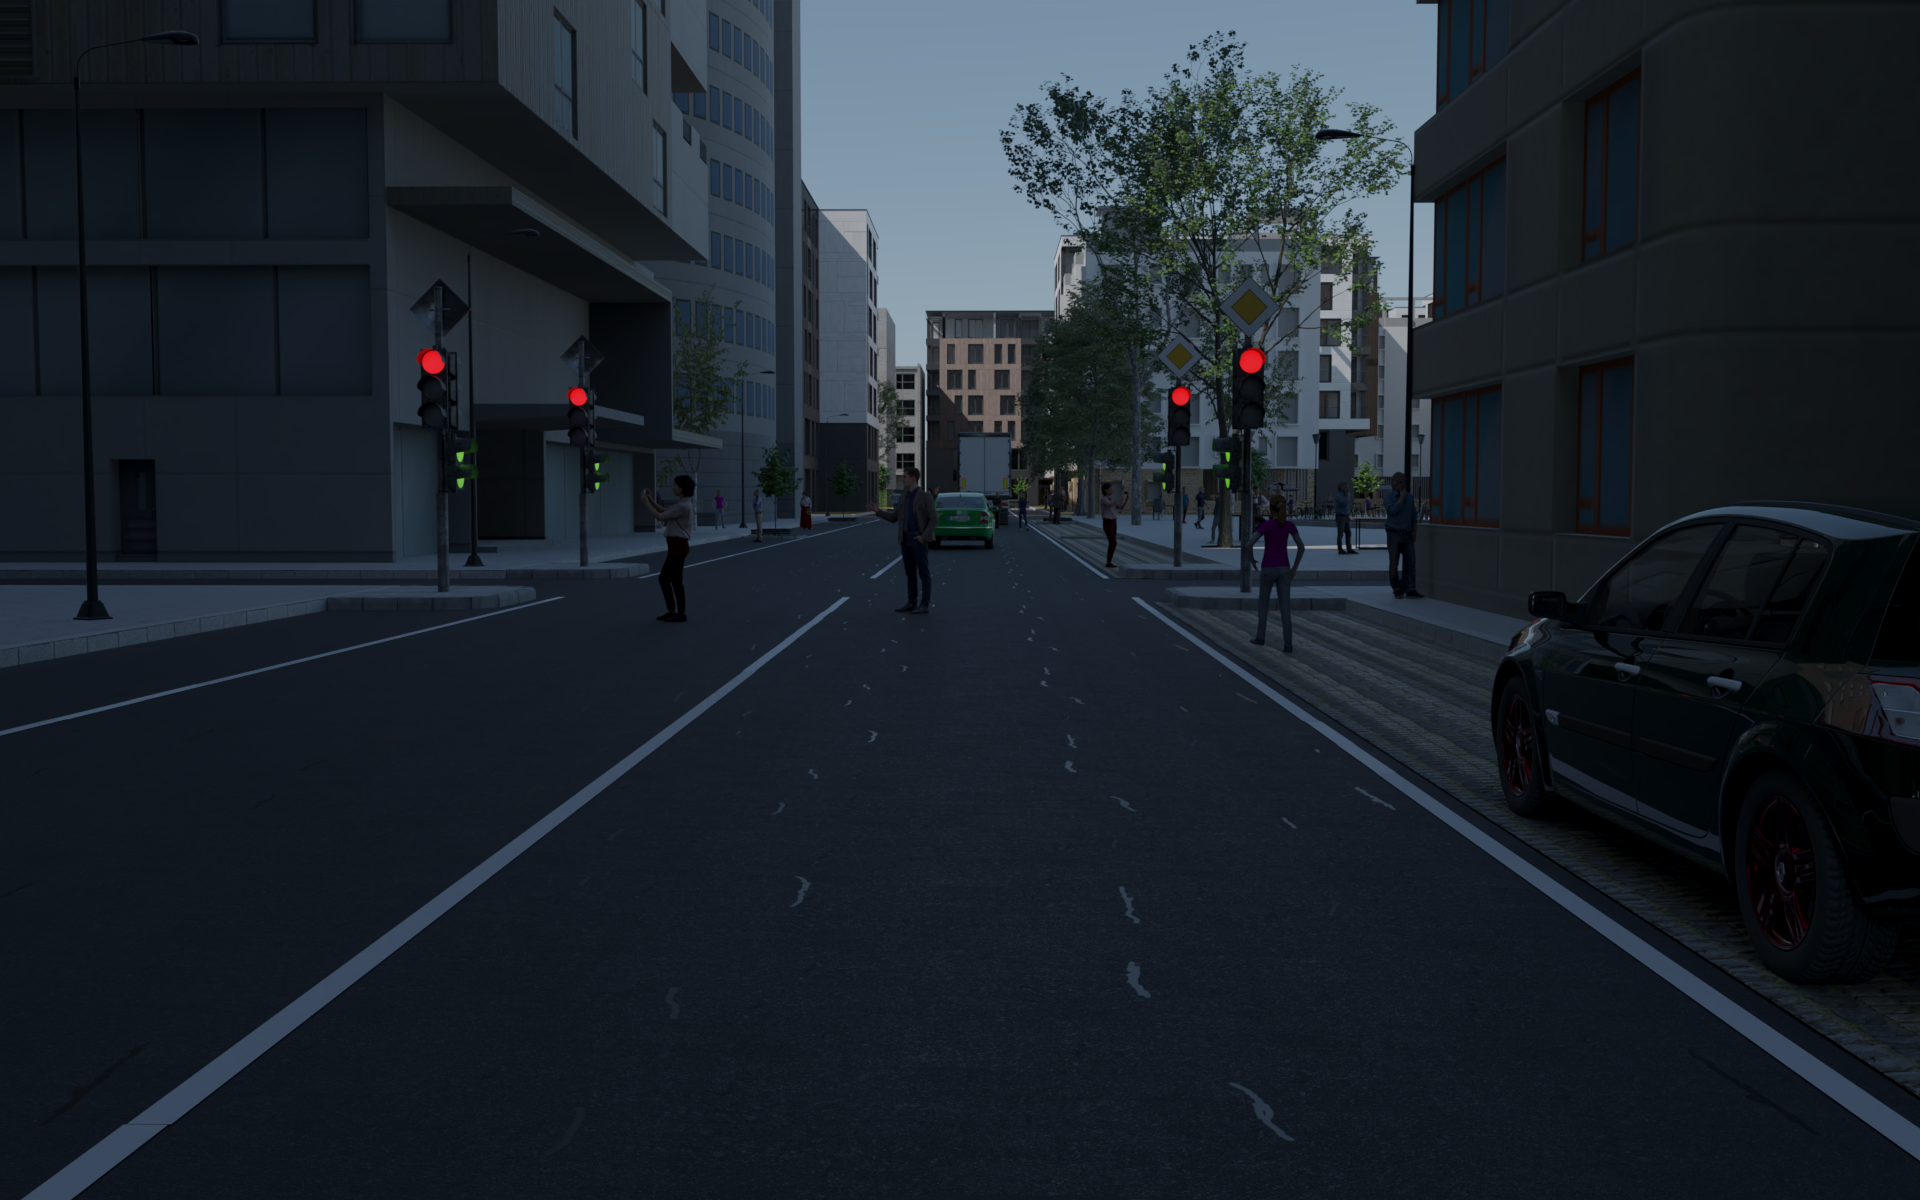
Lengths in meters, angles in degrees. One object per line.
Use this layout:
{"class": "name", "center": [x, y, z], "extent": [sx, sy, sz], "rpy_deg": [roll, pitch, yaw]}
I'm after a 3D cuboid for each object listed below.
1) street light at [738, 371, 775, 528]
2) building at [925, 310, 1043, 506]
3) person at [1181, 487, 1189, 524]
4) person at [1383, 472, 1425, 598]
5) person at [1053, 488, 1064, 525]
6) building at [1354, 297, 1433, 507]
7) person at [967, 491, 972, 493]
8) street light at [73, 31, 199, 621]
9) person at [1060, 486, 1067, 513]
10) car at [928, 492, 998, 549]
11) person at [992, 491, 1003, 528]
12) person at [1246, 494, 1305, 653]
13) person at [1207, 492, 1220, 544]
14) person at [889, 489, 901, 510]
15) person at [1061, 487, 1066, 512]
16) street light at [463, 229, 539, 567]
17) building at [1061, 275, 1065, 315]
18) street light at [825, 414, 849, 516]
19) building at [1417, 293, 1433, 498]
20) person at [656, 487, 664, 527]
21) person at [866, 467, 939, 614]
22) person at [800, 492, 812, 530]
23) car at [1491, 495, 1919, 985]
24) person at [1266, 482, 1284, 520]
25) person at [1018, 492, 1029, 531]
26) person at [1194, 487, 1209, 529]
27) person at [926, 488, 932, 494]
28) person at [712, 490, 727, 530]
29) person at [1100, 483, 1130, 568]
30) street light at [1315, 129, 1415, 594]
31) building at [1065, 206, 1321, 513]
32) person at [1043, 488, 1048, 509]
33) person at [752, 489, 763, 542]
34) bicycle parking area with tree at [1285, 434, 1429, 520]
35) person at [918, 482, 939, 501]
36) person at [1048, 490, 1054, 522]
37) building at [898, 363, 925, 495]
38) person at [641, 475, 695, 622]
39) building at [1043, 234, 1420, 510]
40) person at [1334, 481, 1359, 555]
{"class": "street light", "center": [-7.655, -5.673, 65.299], "extent": [1.470, 5.913, 1.316], "rpy_deg": [0, 4, 1]}
{"class": "building", "center": [12.612, -21.962, 203.059], "extent": [32.646, 21.610, 27.936], "rpy_deg": [0, 4, 1]}
{"class": "person", "center": [9.689, -4.131, 75.450], "extent": [0.647, 1.594, 0.662], "rpy_deg": [-1, 4, -18]}
{"class": "person", "center": [5.432, -0.794, 21.241], "extent": [0.499, 1.552, 0.429], "rpy_deg": [0, 4, 6]}
{"class": "person", "center": [4.608, -4.399, 81.110], "extent": [0.565, 1.739, 0.600], "rpy_deg": [1, 4, 11]}
{"class": "building", "center": [41.258, -19.352, 172.824], "extent": [11.380, 20.091, 16.016], "rpy_deg": [0, 4, 1]}
{"class": "person", "center": [0.373, -3.159, 62.358], "extent": [0.429, 1.552, 0.499], "rpy_deg": [-1, 4, -23]}
{"class": "street light", "center": [-8.341, -2.753, 17.550], "extent": [1.470, 5.913, 1.316], "rpy_deg": [0, 4, 1]}
{"class": "person", "center": [6.982, -6.900, 118.720], "extent": [0.709, 1.838, 0.599], "rpy_deg": [-1, 4, -14]}
{"class": "car", "center": [0.049, -2.311, 46.587], "extent": [1.959, 1.807, 4.718], "rpy_deg": [0, 4, 2]}
{"class": "person", "center": [1.564, -3.758, 72.212], "extent": [0.482, 1.546, 0.388], "rpy_deg": [1, 4, 12]}
{"class": "person", "center": [2.804, -0.242, 15.697], "extent": [0.726, 1.434, 0.776], "rpy_deg": [-1, 4, -11]}
{"class": "person", "center": [6.646, -2.138, 44.915], "extent": [0.340, 1.345, 0.435], "rpy_deg": [3, 5, 42]}
{"class": "person", "center": [-3.775, -5.714, 102.651], "extent": [0.841, 1.734, 0.376], "rpy_deg": [0, 4, -2]}
{"class": "person", "center": [7.281, -7.205, 124.372], "extent": [0.750, 1.759, 0.617], "rpy_deg": [3, 5, 42]}
{"class": "street light", "center": [-8.076, -3.547, 30.528], "extent": [1.470, 5.913, 1.316], "rpy_deg": [0, 4, 1]}
{"class": "building", "center": [15.696, -16.798, 131.069], "extent": [16.016, 20.091, 11.380], "rpy_deg": [0, 4, 1]}
{"class": "street light", "center": [-7.129, -7.810, 100.239], "extent": [1.470, 5.913, 1.316], "rpy_deg": [0, 4, 1]}
{"class": "building", "center": [64.081, -19.727, 166.508], "extent": [32.646, 21.610, 27.936], "rpy_deg": [0, 4, 1]}
{"class": "person", "center": [-11.404, -3.482, 65.190], "extent": [0.471, 1.553, 0.569], "rpy_deg": [3, 5, 44]}
{"class": "person", "center": [-0.698, -0.721, 20.820], "extent": [0.750, 1.759, 0.617], "rpy_deg": [-2, 4, -29]}
{"class": "person", "center": [-6.205, -3.601, 69.836], "extent": [0.523, 1.526, 0.387], "rpy_deg": [0, 4, 4]}
{"class": "car", "center": [3.279, 0.205, 6.427], "extent": [2.009, 1.686, 4.222], "rpy_deg": [0, 4, 1]}
{"class": "person", "center": [9.636, -2.784, 53.015], "extent": [0.566, 1.644, 0.517], "rpy_deg": [0, 4, 0]}
{"class": "person", "center": [2.469, -3.433, 67.165], "extent": [0.613, 1.512, 0.480], "rpy_deg": [3, 5, 42]}
{"class": "person", "center": [8.819, -3.376, 63.457], "extent": [0.569, 1.553, 0.471], "rpy_deg": [-1, 4, -16]}
{"class": "person", "center": [-1.177, -2.993, 58.898], "extent": [0.566, 1.644, 0.517], "rpy_deg": [-1, 4, -22]}
{"class": "person", "center": [-8.542, -3.221, 61.937], "extent": [0.726, 1.435, 0.776], "rpy_deg": [-2, 4, -30]}
{"class": "person", "center": [2.996, -1.449, 33.646], "extent": [0.517, 1.644, 0.566], "rpy_deg": [-1, 4, -15]}
{"class": "street light", "center": [5.222, -3.038, 22.210], "extent": [1.470, 5.913, 1.316], "rpy_deg": [0, 4, 1]}
{"class": "building", "center": [15.718, -16.084, 119.395], "extent": [16.016, 20.091, 11.380], "rpy_deg": [0, 4, 1]}
{"class": "person", "center": [7.438, -8.854, 150.824], "extent": [0.705, 1.822, 1.348], "rpy_deg": [1, 4, 11]}
{"class": "person", "center": [-6.047, -2.512, 51.632], "extent": [0.319, 1.574, 0.516], "rpy_deg": [0, 4, -6]}
{"class": "bicycle parking area with tree", "center": [19.565, -5.877, 83.084], "extent": [8.231, 4.147, 9.016], "rpy_deg": [0, 4, 7]}
{"class": "person", "center": [-0.851, -1.796, 38.663], "extent": [0.742, 1.727, 0.445], "rpy_deg": [-1, 4, -18]}
{"class": "person", "center": [4.664, -4.743, 87.516], "extent": [0.415, 1.643, 0.593], "rpy_deg": [-1, 4, -22]}
{"class": "building", "center": [-19.993, -20.271, 197.884], "extent": [31.486, 18.905, 16.747], "rpy_deg": [0, 4, 1]}
{"class": "person", "center": [-3.268, -0.579, 19.420], "extent": [0.566, 1.644, 0.517], "rpy_deg": [2, 4, 35]}
{"class": "building", "center": [22.141, -18.895, 152.904], "extent": [27.936, 21.610, 32.646], "rpy_deg": [0, 4, 1]}
{"class": "person", "center": [8.128, -1.735, 36.628], "extent": [0.499, 1.552, 0.429], "rpy_deg": [-2, 4, -32]}
